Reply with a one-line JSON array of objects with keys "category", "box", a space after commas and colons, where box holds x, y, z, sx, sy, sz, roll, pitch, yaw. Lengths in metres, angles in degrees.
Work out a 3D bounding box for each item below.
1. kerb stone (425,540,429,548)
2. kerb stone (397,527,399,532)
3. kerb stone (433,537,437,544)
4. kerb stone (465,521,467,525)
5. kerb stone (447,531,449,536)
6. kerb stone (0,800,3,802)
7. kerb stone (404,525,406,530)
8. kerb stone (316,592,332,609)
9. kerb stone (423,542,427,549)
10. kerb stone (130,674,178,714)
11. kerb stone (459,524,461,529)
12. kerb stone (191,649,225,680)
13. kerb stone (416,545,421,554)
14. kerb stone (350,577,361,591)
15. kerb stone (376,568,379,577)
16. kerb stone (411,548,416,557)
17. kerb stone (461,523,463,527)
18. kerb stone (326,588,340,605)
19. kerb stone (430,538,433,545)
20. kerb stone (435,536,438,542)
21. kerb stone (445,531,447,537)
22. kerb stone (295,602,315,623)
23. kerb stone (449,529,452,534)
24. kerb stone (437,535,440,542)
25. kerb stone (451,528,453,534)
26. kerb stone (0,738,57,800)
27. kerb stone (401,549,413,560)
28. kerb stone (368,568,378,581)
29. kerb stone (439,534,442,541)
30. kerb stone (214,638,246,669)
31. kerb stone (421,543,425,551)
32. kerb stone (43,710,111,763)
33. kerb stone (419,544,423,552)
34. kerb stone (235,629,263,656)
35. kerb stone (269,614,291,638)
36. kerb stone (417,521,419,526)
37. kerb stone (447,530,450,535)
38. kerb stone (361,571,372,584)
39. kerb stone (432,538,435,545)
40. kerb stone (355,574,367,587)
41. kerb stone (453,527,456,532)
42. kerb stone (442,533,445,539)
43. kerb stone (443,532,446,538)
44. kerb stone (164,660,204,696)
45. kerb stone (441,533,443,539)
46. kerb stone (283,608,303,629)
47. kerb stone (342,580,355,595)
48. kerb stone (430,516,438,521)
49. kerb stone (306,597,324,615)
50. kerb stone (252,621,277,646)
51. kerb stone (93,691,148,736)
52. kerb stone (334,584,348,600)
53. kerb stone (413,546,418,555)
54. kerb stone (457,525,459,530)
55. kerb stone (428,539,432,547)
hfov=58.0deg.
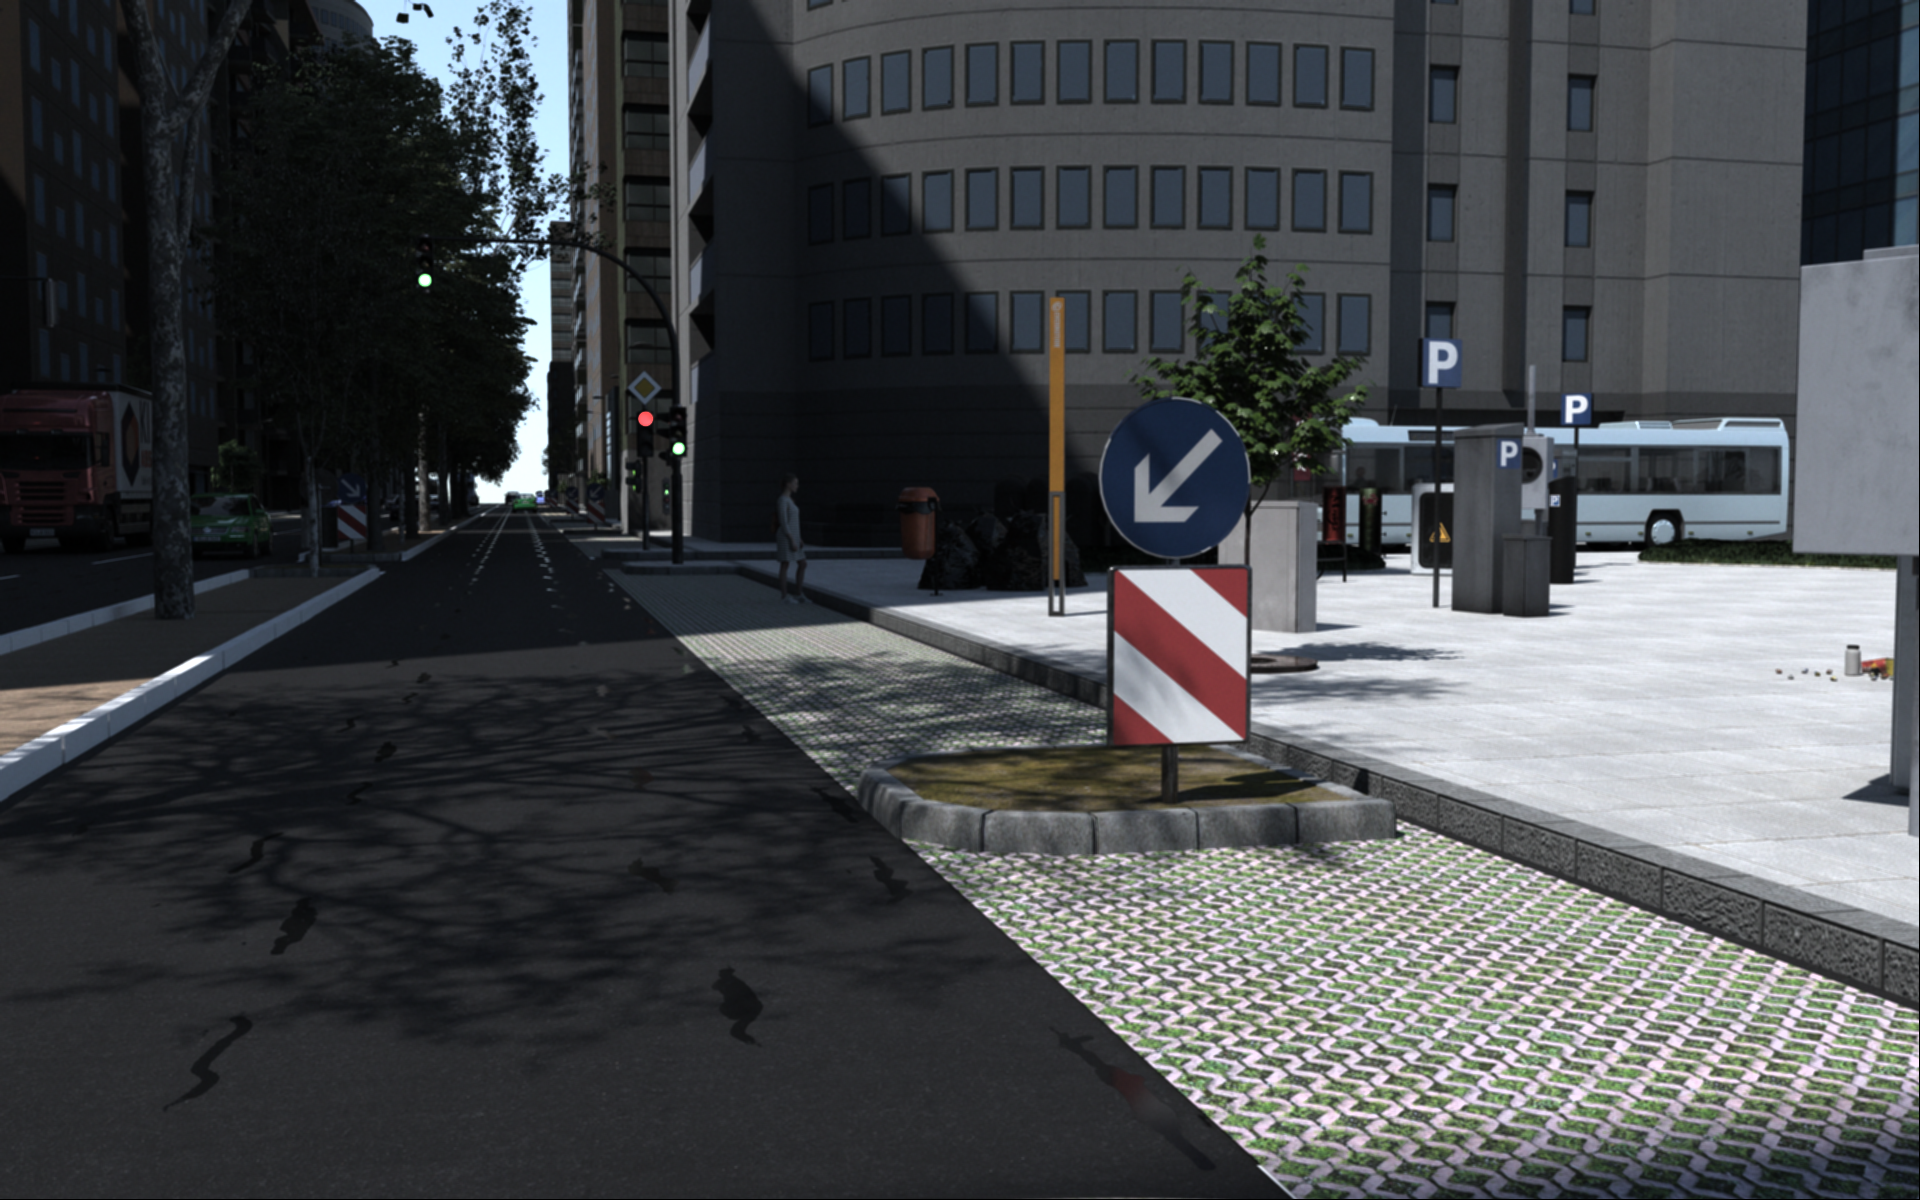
[{"category": "kerb stone", "box": [-13.933, -1.391, 44.969, 0.120, 0.150, 1.000, -1, 4, -14]}, {"category": "kerb stone", "box": [-21.025, -2.576, 64.334, 0.120, 0.150, 1.000, -1, 4, -14]}, {"category": "kerb stone", "box": [-14.946, -1.635, 48.946, 0.120, 0.150, 1.000, -1, 4, -14]}, {"category": "kerb stone", "box": [-21.776, -3.272, 75.762, 0.120, 0.150, 1.000, -1, 4, -14]}, {"category": "kerb stone", "box": [-16.959, -2.122, 56.898, 0.120, 0.150, 1.000, -1, 4, -14]}, {"category": "kerb stone", "box": [-4.435, 0.887, 7.687, 0.120, 0.150, 1.000, -1, 4, -14]}, {"category": "kerb stone", "box": [-22.039, -2.821, 68.321, 0.120, 0.150, 1.000, -1, 4, -14]}, {"category": "kerb stone", "box": [-7.978, 0.037, 21.594, 0.120, 0.150, 1.000, -1, 4, -14]}, {"category": "kerb stone", "box": [-13.679, -1.332, 43.974, 0.120, 0.150, 1.000, -1, 4, -14]}, {"category": "kerb stone", "box": [-5.446, 0.644, 11.663, 0.120, 0.150, 1.000, -1, 4, -14]}, {"category": "kerb stone", "box": [-19.998, -2.845, 68.807, 0.120, 0.150, 1.000, -1, 4, -14]}, {"category": "kerb stone", "box": [-5.957, 0.523, 13.646, 0.120, 0.150, 1.000, -1, 4, -14]}, {"category": "kerb stone", "box": [-12.915, -1.149, 40.989, 0.120, 0.150, 1.000, -1, 4, -14]}, {"category": "kerb stone", "box": [-8.990, -0.207, 25.574, 0.120, 0.150, 1.000, -1, 4, -14]}, {"category": "kerb stone", "box": [-10.007, -0.446, 29.547, 0.120, 0.150, 1.000, -1, 4, -14]}, {"category": "kerb stone", "box": [-12.407, -1.020, 39.000, 0.120, 0.150, 1.000, -1, 4, -14]}, {"category": "kerb stone", "box": [-20.508, -2.972, 70.794, 0.120, 0.150, 1.000, -1, 4, -14]}, {"category": "kerb stone", "box": [-8.232, -0.023, 22.594, 0.120, 0.150, 1.000, -1, 4, -14]}, {"category": "kerb stone", "box": [-14.441, -1.515, 46.960, 0.120, 0.150, 1.000, -1, 4, -14]}, {"category": "kerb stone", "box": [-15.197, -1.695, 49.937, 0.120, 0.150, 1.000, -1, 4, -14]}, {"category": "kerb stone", "box": [-16.715, -2.062, 55.905, 0.120, 0.150, 1.000, -1, 4, -14]}, {"category": "kerb stone", "box": [-7.459, 0.158, 19.616, 0.120, 0.150, 1.000, -1, 4, -14]}, {"category": "kerb stone", "box": [-17.727, -2.304, 59.866, 0.120, 0.150, 1.000, -1, 4, -14]}, {"category": "kerb stone", "box": [-15.446, -1.758, 50.934, 0.120, 0.150, 1.000, -1, 4, -14]}, {"category": "kerb stone", "box": [-17.982, -2.365, 60.860, 0.120, 0.150, 1.000, -1, 4, -14]}, {"category": "kerb stone", "box": [-4.694, 0.832, 8.678, 0.120, 0.150, 1.000, -1, 4, -14]}, {"category": "kerb stone", "box": [-12.160, -0.964, 38.008, 0.120, 0.150, 1.000, -1, 4, -14]}, {"category": "kerb stone", "box": [-9.748, -0.389, 28.558, 0.120, 0.150, 1.000, -1, 4, -14]}, {"category": "kerb stone", "box": [-15.700, -1.817, 51.925, 0.120, 0.150, 1.000, -1, 4, -14]}, {"category": "kerb stone", "box": [-6.200, 0.462, 14.639, 0.120, 0.150, 1.000, -1, 4, -14]}, {"category": "kerb stone", "box": [-13.424, -1.271, 42.977, 0.120, 0.150, 1.000, -1, 4, -14]}, {"category": "kerb stone", "box": [-4.940, 0.766, 9.676, 0.120, 0.150, 1.000, -1, 4, -14]}, {"category": "kerb stone", "box": [-13.165, -1.210, 41.980, 0.120, 0.150, 1.000, -1, 4, -14]}, {"category": "kerb stone", "box": [-6.458, 0.401, 15.638, 0.120, 0.150, 1.000, -1, 4, -14]}, {"category": "kerb stone", "box": [-6.963, 0.280, 17.633, 0.120, 0.150, 1.000, -1, 4, -14]}, {"category": "kerb stone", "box": [-25.585, -3.670, 82.226, 0.120, 0.150, 1.000, -1, 4, -14]}, {"category": "kerb stone", "box": [-17.221, -2.183, 57.886, 0.120, 0.150, 1.000, -1, 4, -14]}, {"category": "kerb stone", "box": [-9.503, -0.327, 27.565, 0.120, 0.150, 1.000, -1, 4, -14]}, {"category": "kerb stone", "box": [-14.691, -1.575, 47.953, 0.120, 0.150, 1.000, -1, 4, -14]}, {"category": "kerb stone", "box": [-9.250, -0.268, 26.573, 0.120, 0.150, 1.000, -1, 4, -14]}, {"category": "kerb stone", "box": [-18.479, -2.486, 62.845, 0.120, 0.150, 1.000, -1, 4, -14]}, {"category": "kerb stone", "box": [-16.207, -1.940, 53.915, 0.120, 0.150, 1.000, -1, 4, -14]}, {"category": "kerb stone", "box": [-16.465, -1.998, 54.908, 0.120, 0.150, 1.000, -1, 4, -14]}, {"category": "kerb stone", "box": [-5.699, 0.583, 12.656, 0.120, 0.150, 1.000, -1, 4, -14]}, {"category": "kerb stone", "box": [-15.956, -1.879, 52.922, 0.120, 0.150, 1.000, -1, 4, -14]}, {"category": "kerb stone", "box": [-7.215, 0.218, 18.623, 0.120, 0.150, 1.000, -1, 4, -14]}, {"category": "kerb stone", "box": [-8.736, -0.146, 24.584, 0.120, 0.150, 1.000, -1, 4, -14]}, {"category": "kerb stone", "box": [-28.875, -4.458, 95.130, 0.120, 0.150, 1.000, -1, 4, -14]}, {"category": "kerb stone", "box": [-7.722, 0.097, 20.604, 0.120, 0.150, 1.000, -1, 4, -14]}, {"category": "kerb stone", "box": [-6.715, 0.340, 16.632, 0.120, 0.150, 1.000, -1, 4, -14]}, {"category": "kerb stone", "box": [-5.190, 0.705, 10.668, 0.120, 0.150, 1.000, -1, 4, -14]}, {"category": "kerb stone", "box": [-8.481, -0.085, 23.586, 0.120, 0.150, 1.000, -1, 4, -14]}, {"category": "kerb stone", "box": [-12.665, -1.088, 39.989, 0.120, 0.150, 1.000, -1, 4, -14]}, {"category": "kerb stone", "box": [-19.498, -2.727, 66.823, 0.120, 0.150, 1.000, -1, 4, -14]}, {"category": "kerb stone", "box": [-14.180, -1.451, 45.961, 0.120, 0.150, 1.000, -1, 4, -14]}]
